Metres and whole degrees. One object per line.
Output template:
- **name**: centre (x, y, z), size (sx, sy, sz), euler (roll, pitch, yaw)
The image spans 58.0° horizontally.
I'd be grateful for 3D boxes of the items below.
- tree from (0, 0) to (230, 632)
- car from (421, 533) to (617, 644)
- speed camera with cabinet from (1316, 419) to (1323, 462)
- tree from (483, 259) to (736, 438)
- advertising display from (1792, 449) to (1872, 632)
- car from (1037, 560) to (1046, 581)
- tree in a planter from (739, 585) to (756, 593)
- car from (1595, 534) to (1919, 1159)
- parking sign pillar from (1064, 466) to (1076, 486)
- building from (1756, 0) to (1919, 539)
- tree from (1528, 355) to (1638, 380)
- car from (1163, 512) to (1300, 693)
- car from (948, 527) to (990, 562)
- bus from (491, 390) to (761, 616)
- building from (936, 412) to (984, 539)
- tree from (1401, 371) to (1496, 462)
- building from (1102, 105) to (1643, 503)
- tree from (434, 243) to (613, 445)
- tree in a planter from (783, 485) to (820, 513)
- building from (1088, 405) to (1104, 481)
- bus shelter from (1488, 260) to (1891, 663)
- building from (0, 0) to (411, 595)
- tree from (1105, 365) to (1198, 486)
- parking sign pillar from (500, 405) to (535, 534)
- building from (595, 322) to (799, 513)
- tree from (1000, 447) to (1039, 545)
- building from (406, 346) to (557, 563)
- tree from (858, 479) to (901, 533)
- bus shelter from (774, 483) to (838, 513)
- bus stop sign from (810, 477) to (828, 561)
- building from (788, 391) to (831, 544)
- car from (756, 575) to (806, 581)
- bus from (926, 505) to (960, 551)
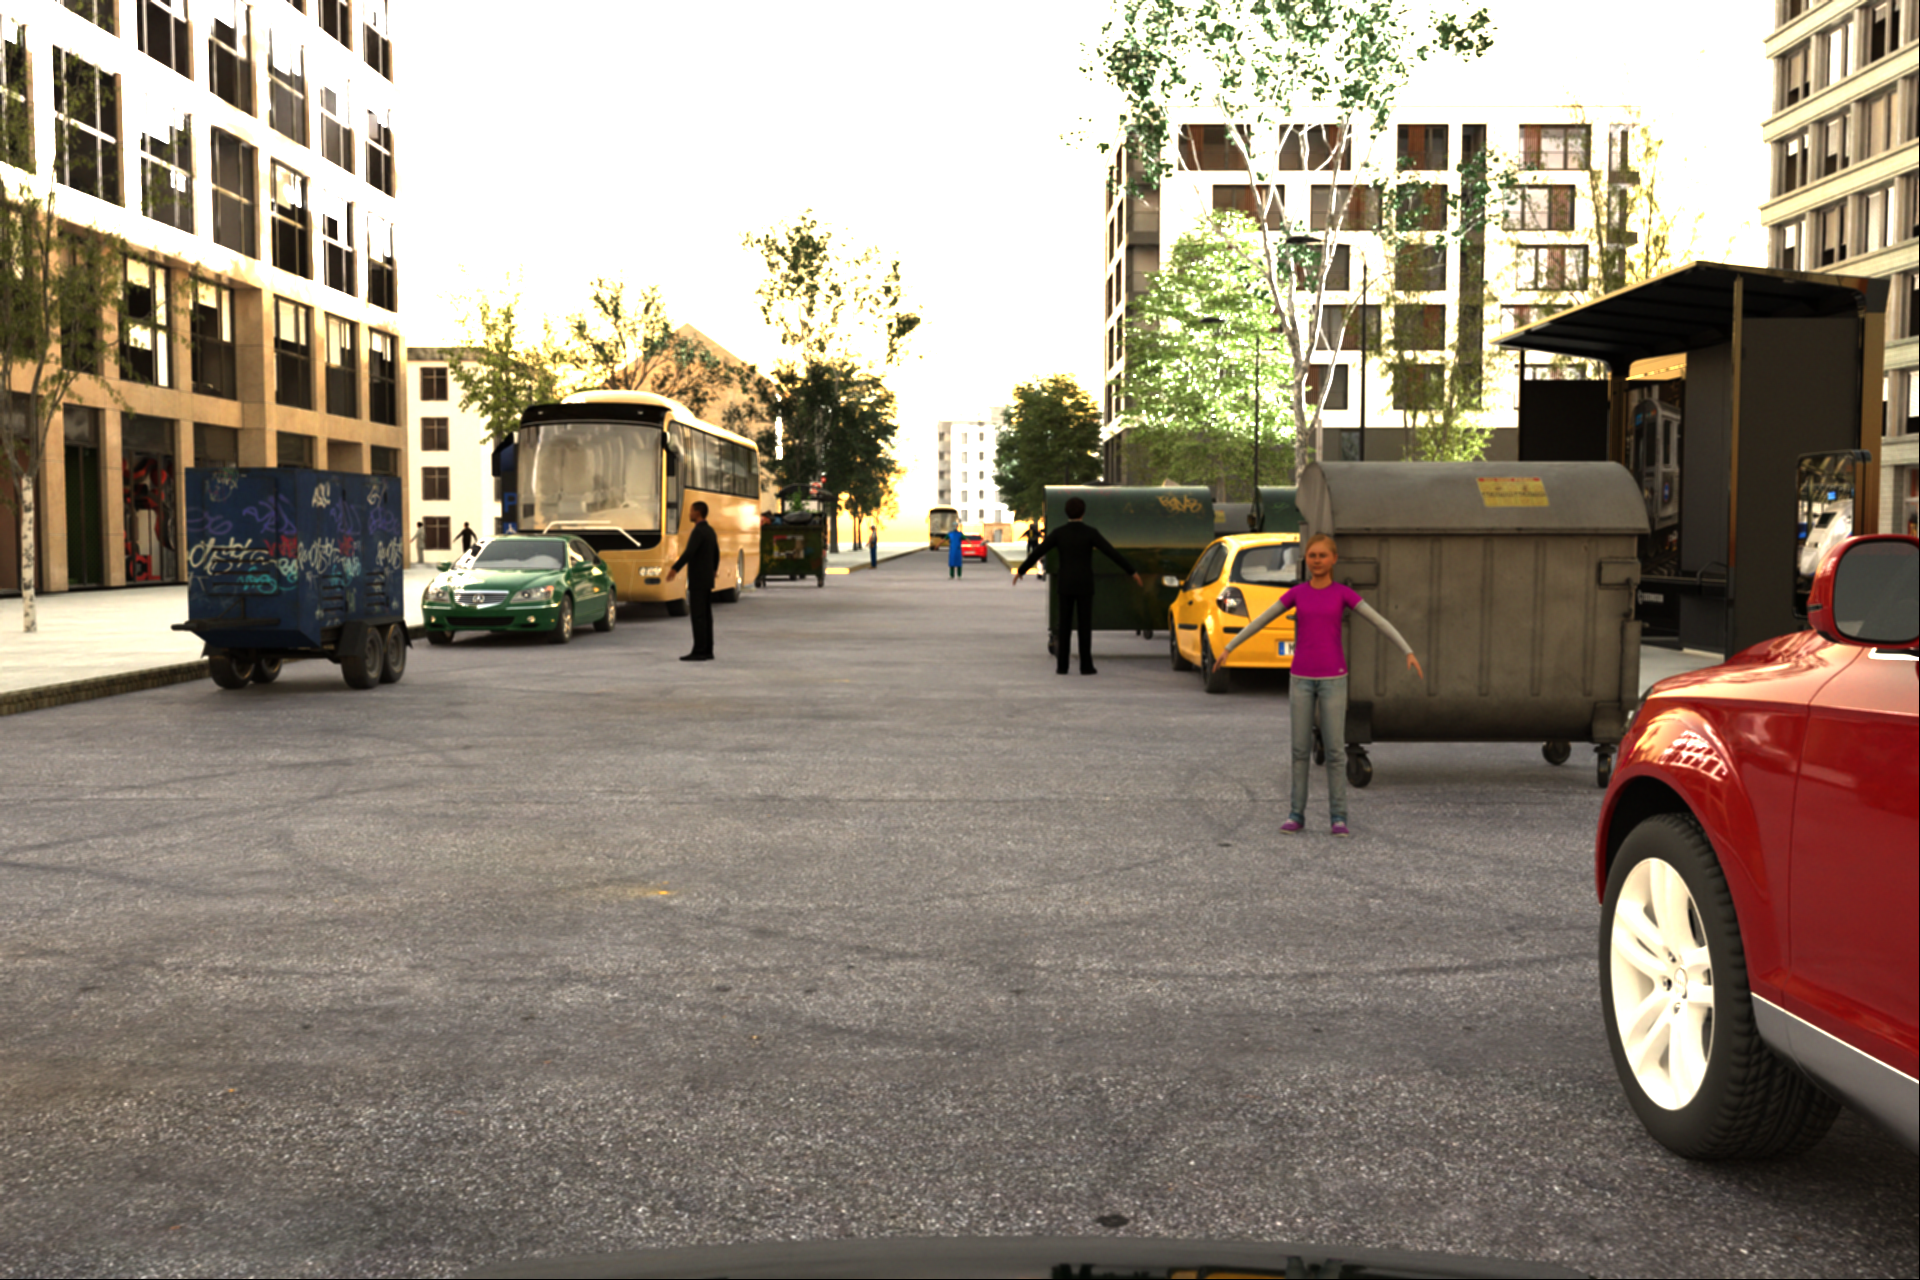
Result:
- **tree**: centre (-12.339, -4.401, 22.314), size (4.360, 8.622, 3.978), euler (0, 3, 0)
- **car**: centre (-6.031, -0.754, 24.128), size (2.131, 1.459, 4.920), euler (0, 4, 0)
- **speed camera with cabinet**: centre (6.347, -2.128, 29.125), size (0.660, 3.252, 2.038), euler (0, 4, 1)
- **tree**: centre (-12.127, -7.659, 59.630), size (8.767, 10.594, 7.601), euler (-1, 4, -14)
- **advertising display**: centre (6.837, -0.514, 13.622), size (0.123, 1.923, 0.974), euler (0, 4, 1)
- **car**: centre (3.421, -2.565, 54.302), size (2.083, 1.381, 4.827), euler (0, 4, -1)
- **tree in a planter**: centre (-6.116, -2.797, 42.952), size (1.991, 3.239, 1.994), euler (0, 4, 0)
- **car**: centre (2.642, 0.384, 2.388), size (2.281, 1.827, 5.304), euler (0, 4, -1)
- **parking sign pillar**: centre (4.384, -4.954, 69.472), size (1.447, 3.967, 1.447), euler (0, 4, 0)
- **building**: centre (25.523, -11.731, 38.486), size (8.464, 21.280, 15.925), euler (0, 4, 1)
- **tree**: centre (22.692, -6.991, 64.673), size (4.360, 8.622, 3.978), euler (0, 3, 0)
- **car**: centre (3.056, -0.414, 16.997), size (2.015, 1.641, 3.980), euler (0, 4, 1)
- **car**: centre (0.462, -4.884, 88.890), size (2.155, 1.783, 4.494), euler (0, 4, -1)
- **bus**: centre (-5.872, -2.559, 33.391), size (2.896, 3.916, 12.252), euler (0, 4, 1)
- **building**: centre (-3.305, -24.514, 259.687), size (11.380, 20.090, 16.016), euler (0, 4, 6)
- **tree**: centre (21.807, -7.735, 76.823), size (4.737, 8.622, 4.395), euler (0, 3, 0)
- **building**: centre (21.963, -15.608, 99.165), size (27.936, 21.610, 32.646), euler (0, 3, 0)
- **tree**: centre (-11.423, -5.765, 44.623), size (4.737, 8.622, 4.395), euler (0, 3, 0)
- **tree in a planter**: centre (-5.931, -4.043, 63.323), size (1.991, 3.239, 1.994), euler (0, 4, 1)
- **building**: centre (26.425, -23.832, 220.588), size (19.493, 23.208, 18.063), euler (0, 4, 1)
- **bus shelter**: centre (7.202, -1.632, 17.968), size (1.731, 3.624, 6.357), euler (0, 4, 1)
- **building**: centre (-28.202, -14.521, 40.628), size (19.350, 26.588, 34.151), euler (0, 4, 0)
- **tree**: centre (8.285, -7.604, 74.686), size (4.360, 8.622, 3.978), euler (0, 3, 0)
- **parking sign pillar**: centre (-9.042, -2.878, 35.526), size (1.447, 3.967, 1.447), euler (0, 4, 0)
- **building**: centre (-28.033, -21.888, 188.791), size (19.493, 23.208, 18.063), euler (0, 4, 1)
- **tree**: centre (7.263, -14.254, 158.810), size (9.928, 11.665, 9.643), euler (0, 3, 0)
- **building**: centre (-25.849, -9.145, 91.665), size (9.099, 9.664, 28.070), euler (0, 4, 0)
- **tree**: centre (-12.301, -19.976, 261.014), size (7.601, 10.594, 8.767), euler (0, 4, 6)
- **bus shelter**: centre (-6.324, -4.766, 71.841), size (2.014, 3.302, 5.546), euler (0, 4, 2)
- **bus stop sign**: centre (-6.604, -5.654, 81.139), size (0.855, 3.939, 0.416), euler (0, 3, 0)
- **building**: centre (-25.761, -22.157, 228.723), size (16.747, 18.905, 31.486), euler (0, 4, 0)
- **car**: centre (-5.825, -2.698, 54.342), size (2.015, 1.641, 3.980), euler (0, 4, 1)
- **bus**: centre (-1.391, -9.850, 152.599), size (2.896, 3.916, 12.252), euler (0, 4, 0)
